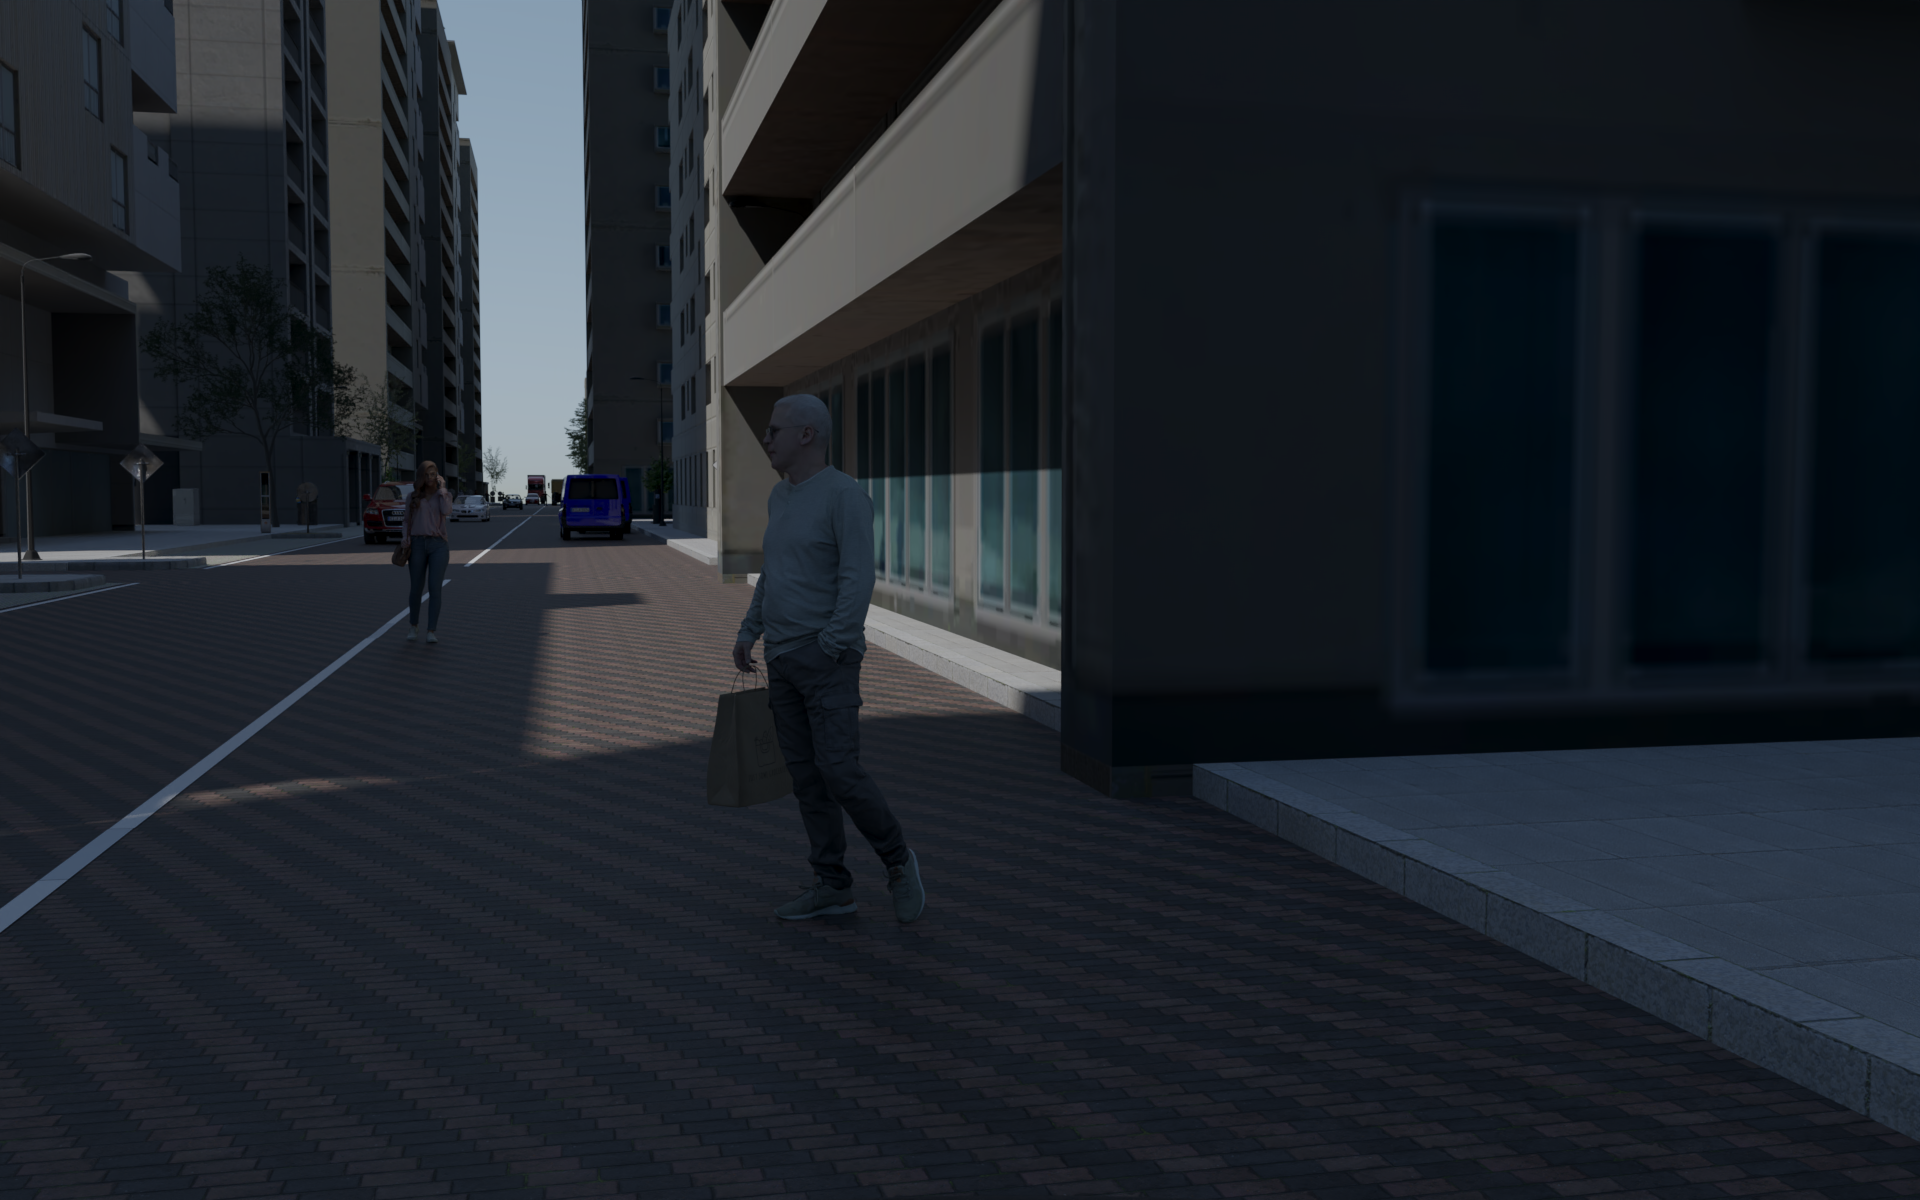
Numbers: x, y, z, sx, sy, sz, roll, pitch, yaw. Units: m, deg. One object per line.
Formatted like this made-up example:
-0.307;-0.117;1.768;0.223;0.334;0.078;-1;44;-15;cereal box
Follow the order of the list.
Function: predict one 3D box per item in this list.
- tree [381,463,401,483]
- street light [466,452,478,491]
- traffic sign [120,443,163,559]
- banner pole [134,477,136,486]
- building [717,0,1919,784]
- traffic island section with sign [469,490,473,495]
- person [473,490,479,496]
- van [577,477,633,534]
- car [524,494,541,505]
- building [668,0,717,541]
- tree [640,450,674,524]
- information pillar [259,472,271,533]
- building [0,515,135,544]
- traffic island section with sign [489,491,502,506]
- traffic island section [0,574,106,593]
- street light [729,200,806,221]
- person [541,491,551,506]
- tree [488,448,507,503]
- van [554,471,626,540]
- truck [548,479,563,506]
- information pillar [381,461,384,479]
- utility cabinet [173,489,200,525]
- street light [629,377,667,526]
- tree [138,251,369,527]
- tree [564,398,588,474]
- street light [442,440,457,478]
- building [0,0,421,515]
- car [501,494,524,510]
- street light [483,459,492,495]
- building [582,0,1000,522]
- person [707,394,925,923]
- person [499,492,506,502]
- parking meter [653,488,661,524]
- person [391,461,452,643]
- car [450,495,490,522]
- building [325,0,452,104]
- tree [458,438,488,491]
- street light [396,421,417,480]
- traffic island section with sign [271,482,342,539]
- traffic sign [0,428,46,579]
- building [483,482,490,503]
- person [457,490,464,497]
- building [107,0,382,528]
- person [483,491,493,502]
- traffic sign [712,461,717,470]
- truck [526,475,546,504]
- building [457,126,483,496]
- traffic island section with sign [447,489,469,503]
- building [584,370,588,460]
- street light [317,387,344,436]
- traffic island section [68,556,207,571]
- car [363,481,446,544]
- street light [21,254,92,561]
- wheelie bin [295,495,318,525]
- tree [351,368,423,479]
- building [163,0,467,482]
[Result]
-35.004;-6.816;106.047;1.663;3.219;1.824;0;3;0;tree
-53.407;-13.256;189.280;1.470;5.913;1.316;-1;4;-13;street light
-16.021;-1.853;33.940;0.795;2.450;0.064;-1;4;-13;traffic sign
-32.838;-4.811;68.669;0.401;3.779;0.863;0;4;-2;banner pole
8.737;-24.193;19.254;21.300;48.544;21.600;-1;4;-13;building
-44.608;-9.122;157.773;1.989;1.847;2.006;-1;4;-13;traffic island section with sign
-44.742;-9.283;160.234;0.705;1.831;1.348;2;4;34;person
-13.288;-3.670;64.382;2.240;2.365;5.245;-1;4;-14;van
-55.103;-13.102;223.259;2.155;1.783;4.494;-1;4;-12;car
6.339;-12.812;54.509;28.899;21.520;27.650;-1;4;-13;building
-13.146;-4.955;75.608;1.663;3.219;1.824;0;3;0;tree
-22.855;-3.209;56.959;0.304;2.012;0.304;-2;4;-26;information pillar
-36.586;-27.765;43.195;28.713;52.752;27.495;-1;4;-13;building
-57.022;-12.414;211.599;1.989;1.847;2.006;-1;4;-13;traffic island section with sign
-14.247;-0.241;26.216;2.009;0.180;2.903;-1;4;-13;traffic island section
-2.952;-3.370;27.637;1.470;5.913;1.316;-1;4;-13;street light
-49.787;-12.214;208.204;1.348;1.822;0.705;1;4;18;person
-70.572;-19.083;262.368;4.737;8.622;4.395;0;3;0;tree
-11.852;-3.129;55.538;2.240;2.365;5.245;-1;4;-14;van
-50.303;-13.628;218.747;3.469;3.379;9.791;-1;4;-13;truck
-34.951;-6.914;104.400;0.504;3.616;0.183;1;4;18;information pillar
-31.276;-3.750;69.984;1.173;1.500;0.318;2;4;26;utility cabinet
-12.381;-5.887;68.795;1.470;5.913;1.316;-1;4;-13;street light
-26.665;-8.090;66.688;7.601;10.594;8.767;2;4;33;tree
-40.177;-16.705;191.255;7.486;12.596;7.792;0;3;0;tree
-44.085;-10.818;149.416;1.470;5.913;1.316;-1;4;-13;street light
-57.166;-33.501;136.978;28.713;52.752;27.495;-1;4;-13;building
-40.586;-9.015;157.187;2.009;1.686;4.222;-1;4;-13;car
-62.770;-15.747;230.001;1.470;5.913;1.316;-1;4;-13;street light
-10.824;-29.161;100.489;21.300;48.544;21.600;-1;4;-13;building
-0.514;0.187;5.937;0.515;1.767;0.782;-3;5;-40;person
-62.034;-13.826;235.371;1.217;1.723;0.721;0;4;5;person
-12.941;-4.013;74.024;0.372;1.533;0.369;0;3;0;parking meter
-5.225;-0.477;16.881;0.593;1.750;0.643;-1;4;-10;person
-25.578;-4.774;90.419;2.083;1.381;4.827;-1;4;-12;car
-58.913;-32.915;161.854;21.300;48.544;21.600;-1;4;-13;building
-53.131;-14.146;181.643;4.737;8.622;4.395;0;3;0;tree
-34.739;-8.327;108.691;1.470;5.913;1.316;-1;4;-13;street light
-21.199;-2.915;56.292;1.989;1.847;2.006;-1;4;-13;traffic island section with sign
-14.226;-1.377;26.159;0.795;2.450;0.064;-1;4;-13;traffic sign
-83.402;-33.739;243.516;32.217;40.220;23.993;-1;4;-13;building
-36.312;-7.145;125.996;0.551;1.740;0.621;-2;4;-24;person
-38.282;-39.199;79.155;20.563;71.187;20.611;-1;4;-13;building
-49.118;-10.475;179.897;1.348;1.807;0.705;-3;5;-41;person
-4.815;-2.009;36.494;0.795;2.450;0.064;-1;4;-13;traffic sign
-62.060;-16.202;253.819;2.839;4.237;11.283;-1;4;-12;truck
-73.067;-36.605;222.200;21.300;48.544;21.600;-1;4;-13;building
-38.440;-7.486;131.022;1.989;1.847;2.006;-1;4;-13;traffic island section with sign
-40.777;-25.036;254.369;27.650;21.520;28.899;-1;4;-13;building
-27.012;-6.235;74.478;1.470;5.913;1.316;-1;4;-13;street light
-16.042;-0.717;33.997;2.009;0.180;2.903;-1;4;-13;traffic island section
-16.399;-2.606;51.279;2.281;1.827;5.304;-1;4;-13;car
-17.458;-3.728;33.495;1.470;5.913;1.316;-1;4;-13;street light
-26.729;-3.858;70.982;0.693;1.594;0.980;1;4;18;wheelie bin
-33.550;-9.204;100.847;4.360;8.622;3.978;0;3;0;tree
-71.277;-37.193;197.341;28.713;52.752;27.495;-1;4;-13;building
